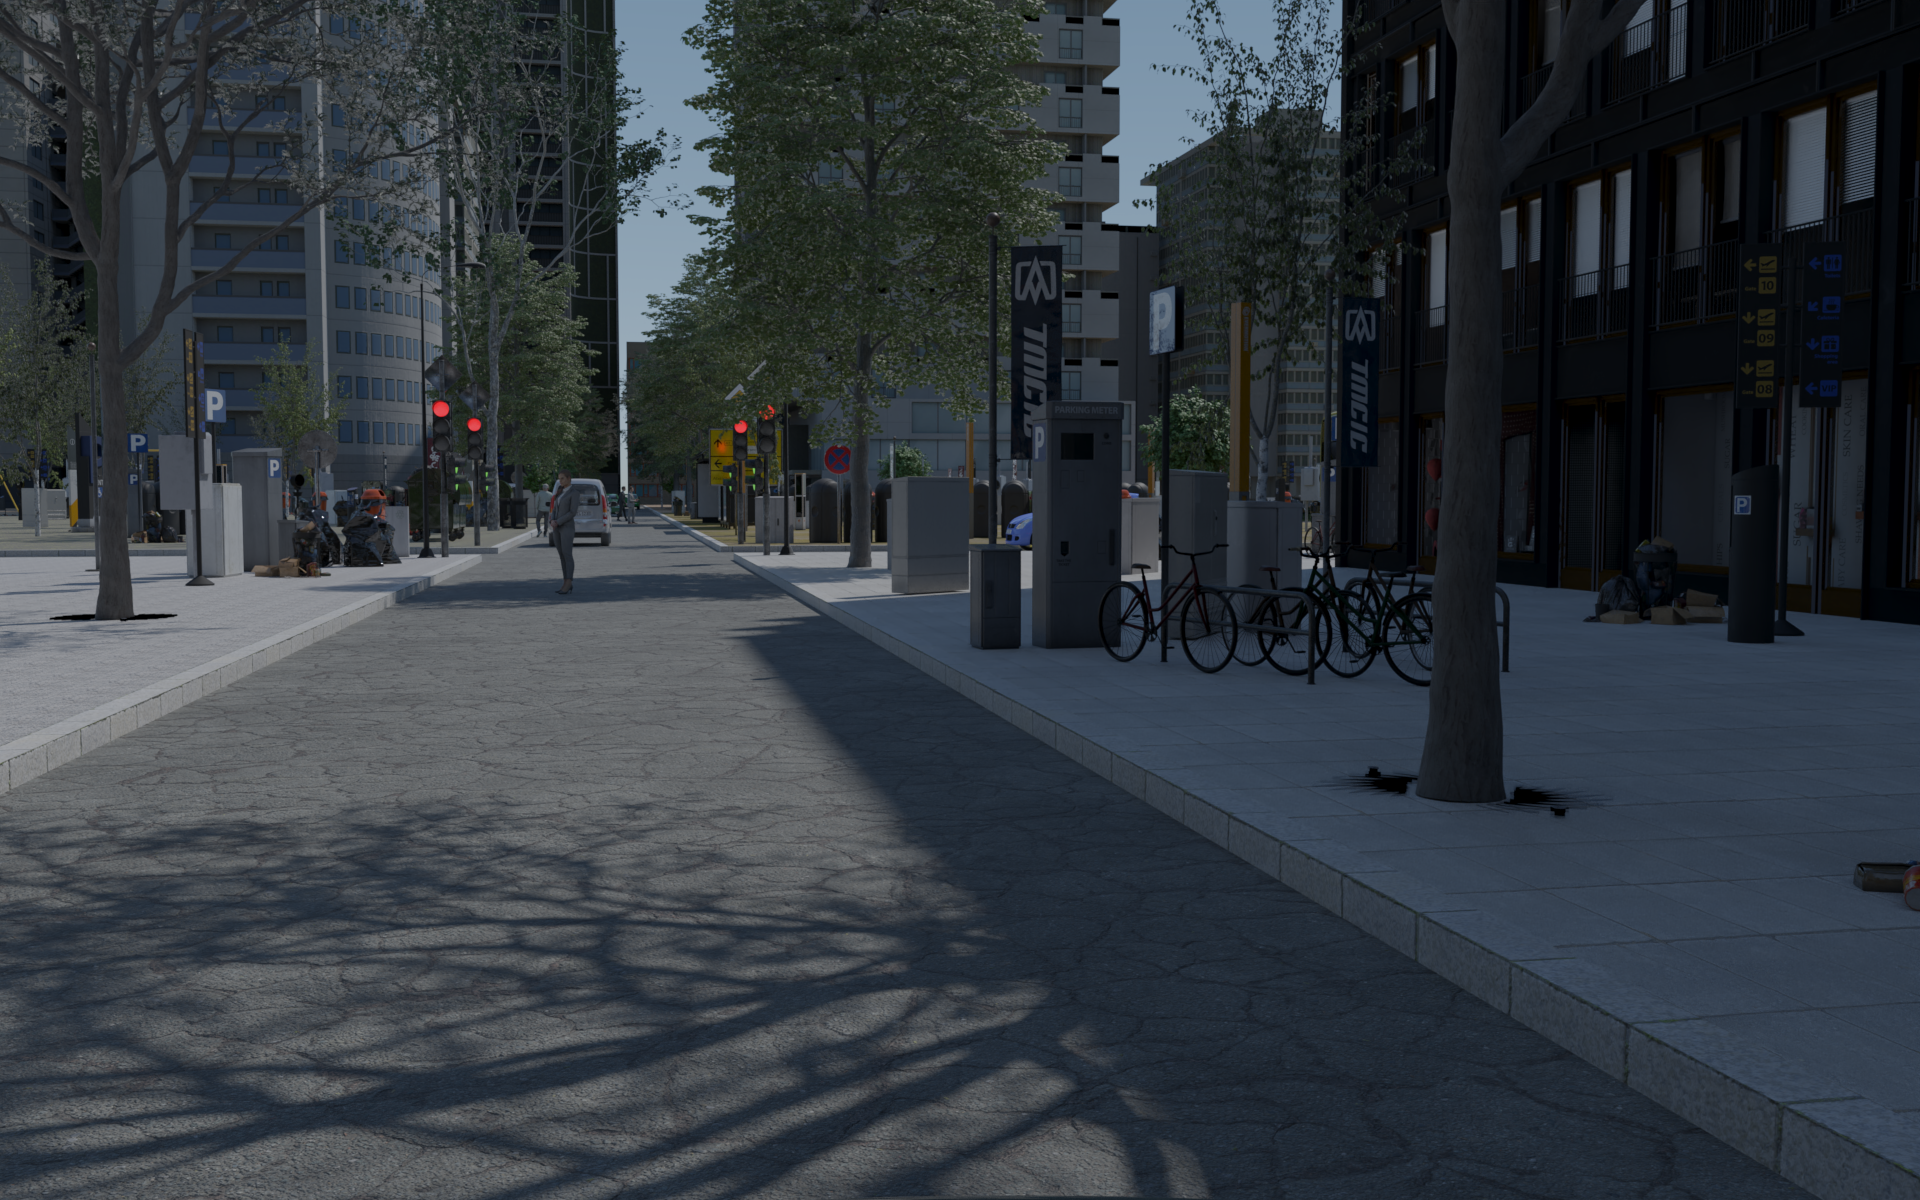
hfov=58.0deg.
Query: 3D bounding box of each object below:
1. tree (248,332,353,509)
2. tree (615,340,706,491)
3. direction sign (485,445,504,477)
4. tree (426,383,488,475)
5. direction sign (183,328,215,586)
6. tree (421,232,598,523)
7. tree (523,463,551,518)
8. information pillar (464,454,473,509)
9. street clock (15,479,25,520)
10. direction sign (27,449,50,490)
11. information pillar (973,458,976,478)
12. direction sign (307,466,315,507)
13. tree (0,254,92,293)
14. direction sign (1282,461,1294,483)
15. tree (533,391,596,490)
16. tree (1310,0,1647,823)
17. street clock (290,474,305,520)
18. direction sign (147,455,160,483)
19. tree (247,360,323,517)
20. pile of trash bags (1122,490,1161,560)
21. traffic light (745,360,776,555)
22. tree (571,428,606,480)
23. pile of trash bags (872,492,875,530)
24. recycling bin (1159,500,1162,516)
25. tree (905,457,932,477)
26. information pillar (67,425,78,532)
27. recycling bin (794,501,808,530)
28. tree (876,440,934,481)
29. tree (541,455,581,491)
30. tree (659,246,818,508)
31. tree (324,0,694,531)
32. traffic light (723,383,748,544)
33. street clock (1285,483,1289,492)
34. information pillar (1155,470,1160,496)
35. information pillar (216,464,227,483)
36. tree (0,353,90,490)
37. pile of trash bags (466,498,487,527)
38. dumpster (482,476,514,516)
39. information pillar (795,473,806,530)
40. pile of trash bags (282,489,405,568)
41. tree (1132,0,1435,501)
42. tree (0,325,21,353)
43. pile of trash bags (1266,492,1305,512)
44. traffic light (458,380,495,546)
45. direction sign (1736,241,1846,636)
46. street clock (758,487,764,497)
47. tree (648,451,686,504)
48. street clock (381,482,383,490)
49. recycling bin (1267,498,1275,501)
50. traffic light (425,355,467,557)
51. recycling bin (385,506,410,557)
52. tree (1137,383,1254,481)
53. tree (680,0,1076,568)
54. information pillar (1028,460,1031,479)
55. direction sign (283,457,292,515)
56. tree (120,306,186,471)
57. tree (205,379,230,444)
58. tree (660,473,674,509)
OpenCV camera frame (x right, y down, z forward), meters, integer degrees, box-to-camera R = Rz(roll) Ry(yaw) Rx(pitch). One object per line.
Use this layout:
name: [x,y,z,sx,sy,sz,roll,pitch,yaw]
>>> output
tree: [-30.411,-7.920,79.860,4.737,8.622,4.395,0,3,0]
tree: [-22.263,-14.046,136.306,9.857,13.997,8.962,0,3,0]
direction sign: [-21.614,-5.414,80.520,0.876,3.537,0.379,0,4,6]
tree: [-29.431,-9.293,102.304,4.360,8.622,3.978,0,3,0]
direction sign: [-10.661,-1.969,24.189,0.379,3.537,0.876,-1,4,-9]
tree: [-19.567,-9.653,75.960,7.486,12.596,7.792,0,3,0]
tree: [-22.480,-5.960,92.055,1.663,3.219,1.824,0,3,0]
information pillar: [-26.189,-6.177,92.341,0.504,3.616,0.183,1,4,19]
street clock: [-45.835,-4.889,84.503,0.358,2.002,0.471,0,4,0]
direction sign: [-46.224,-5.800,86.825,0.876,3.537,0.379,-2,4,-29]
information pillar: [0.835,-7.333,111.250,0.183,3.616,0.504,3,5,44]
direction sign: [-31.424,-5.631,84.070,0.379,3.537,0.876,1,4,10]
tree: [-28.181,-6.227,52.172,4.360,8.622,3.978,0,3,0]
direction sign: [22.517,-7.766,118.977,0.876,3.537,0.379,-1,4,-12]
tree: [-26.900,-10.157,116.431,4.737,8.622,4.395,0,3,0]
tree: [2.252,-5.913,7.043,12.009,13.543,11.850,0,3,0]
street clock: [-23.771,-3.523,62.176,0.358,2.002,0.471,2,4,26]
direction sign: [-47.106,-6.695,101.453,0.876,3.537,0.379,0,4,-4]
tree: [-37.181,-8.874,95.450,4.360,8.622,3.978,0,3,0]
pile of trash bags: [3.240,-1.536,34.872,1.912,1.369,3.447,0,4,4]
traffic light: [-4.074,-2.893,36.221,0.839,4.253,0.868,-1,4,-11]
tree: [-39.350,-14.085,180.651,4.360,8.622,3.978,0,3,0]
pile of trash bags: [-2.539,-3.243,62.778,1.912,1.369,3.447,-3,4,-37]
recycling bin: [8.097,-3.697,73.000,0.722,1.027,0.722,0,4,-6]
tree: [-2.214,-5.939,91.697,1.663,3.219,1.824,0,3,0]
information pillar: [-30.243,-4.147,59.150,0.183,3.616,0.504,1,4,18]
recycling bin: [-6.085,-3.058,62.557,0.722,1.027,0.722,1,4,21]
tree: [-3.246,-7.325,103.485,4.285,4.588,4.351,0,3,0]
tree: [-30.798,-9.117,132.771,4.285,4.588,4.351,0,3,0]
tree: [-5.748,-6.075,49.688,4.737,8.622,4.395,0,3,0]
tree: [-15.875,-12.566,61.346,12.611,20.169,13.585,0,3,0]
traffic light: [-5.606,-3.372,44.058,0.839,4.253,0.868,-1,4,-11]
street clock: [22.106,-6.882,117.094,0.358,2.002,0.471,0,4,6]
information pillar: [12.961,-7.488,113.788,0.183,3.616,0.504,2,4,34]
information pillar: [-18.340,-2.349,42.893,0.304,2.012,0.304,0,4,-5]
tree: [-49.790,-8.808,94.374,4.737,8.622,4.395,0,3,0]
pile of trash bags: [-19.984,-3.591,68.472,3.447,1.369,1.912,1,4,21]
dumpster: [-22.629,-5.019,84.550,1.502,2.255,1.985,-1,4,-11]
information pillar: [-5.660,-3.481,61.412,0.304,2.012,0.304,1,4,14]
pile of trash bags: [-11.169,-1.345,31.741,1.912,1.369,3.447,0,4,-3]
tree: [4.157,-4.460,23.290,4.360,8.622,3.978,0,3,0]
tree: [-26.850,-5.800,45.189,4.737,8.622,4.395,0,3,0]
pile of trash bags: [16.647,-4.623,85.344,3.447,1.369,1.912,0,3,0]
traffic light: [-11.945,-3.296,42.808,0.839,4.253,0.868,-1,4,-11]
direction sign: [7.492,-1.449,15.685,0.876,3.537,0.379,1,4,12]
street clock: [-6.271,-3.074,54.825,0.358,2.002,0.471,-1,4,-10]
tree: [-29.728,-13.680,174.025,4.360,8.622,3.978,0,3,0]
street clock: [-34.582,-6.040,103.319,0.358,2.002,0.471,-3,5,-39]
recycling bin: [22.359,-6.832,124.252,0.722,1.027,0.722,0,4,4]
traffic light: [-10.413,-2.816,34.971,0.839,4.253,0.868,-1,4,-11]
recycling bin: [-11.705,-1.392,35.309,0.722,1.027,0.722,-3,5,-40]
tree: [6.977,-4.125,51.161,4.285,4.588,4.351,0,3,0]
tree: [-1.452,-6.862,30.314,7.486,12.596,7.792,0,3,0]
information pillar: [4.459,-7.344,111.435,0.183,3.616,0.504,-1,4,-15]
direction sign: [-40.968,-6.946,105.557,0.379,3.537,0.876,1,4,8]
tree: [-32.030,-7.126,66.870,4.360,8.622,3.978,0,3,0]
tree: [-48.662,-9.777,110.223,4.360,8.622,3.978,0,3,0]
tree: [-24.535,-9.365,147.715,1.663,3.219,1.824,0,3,0]
